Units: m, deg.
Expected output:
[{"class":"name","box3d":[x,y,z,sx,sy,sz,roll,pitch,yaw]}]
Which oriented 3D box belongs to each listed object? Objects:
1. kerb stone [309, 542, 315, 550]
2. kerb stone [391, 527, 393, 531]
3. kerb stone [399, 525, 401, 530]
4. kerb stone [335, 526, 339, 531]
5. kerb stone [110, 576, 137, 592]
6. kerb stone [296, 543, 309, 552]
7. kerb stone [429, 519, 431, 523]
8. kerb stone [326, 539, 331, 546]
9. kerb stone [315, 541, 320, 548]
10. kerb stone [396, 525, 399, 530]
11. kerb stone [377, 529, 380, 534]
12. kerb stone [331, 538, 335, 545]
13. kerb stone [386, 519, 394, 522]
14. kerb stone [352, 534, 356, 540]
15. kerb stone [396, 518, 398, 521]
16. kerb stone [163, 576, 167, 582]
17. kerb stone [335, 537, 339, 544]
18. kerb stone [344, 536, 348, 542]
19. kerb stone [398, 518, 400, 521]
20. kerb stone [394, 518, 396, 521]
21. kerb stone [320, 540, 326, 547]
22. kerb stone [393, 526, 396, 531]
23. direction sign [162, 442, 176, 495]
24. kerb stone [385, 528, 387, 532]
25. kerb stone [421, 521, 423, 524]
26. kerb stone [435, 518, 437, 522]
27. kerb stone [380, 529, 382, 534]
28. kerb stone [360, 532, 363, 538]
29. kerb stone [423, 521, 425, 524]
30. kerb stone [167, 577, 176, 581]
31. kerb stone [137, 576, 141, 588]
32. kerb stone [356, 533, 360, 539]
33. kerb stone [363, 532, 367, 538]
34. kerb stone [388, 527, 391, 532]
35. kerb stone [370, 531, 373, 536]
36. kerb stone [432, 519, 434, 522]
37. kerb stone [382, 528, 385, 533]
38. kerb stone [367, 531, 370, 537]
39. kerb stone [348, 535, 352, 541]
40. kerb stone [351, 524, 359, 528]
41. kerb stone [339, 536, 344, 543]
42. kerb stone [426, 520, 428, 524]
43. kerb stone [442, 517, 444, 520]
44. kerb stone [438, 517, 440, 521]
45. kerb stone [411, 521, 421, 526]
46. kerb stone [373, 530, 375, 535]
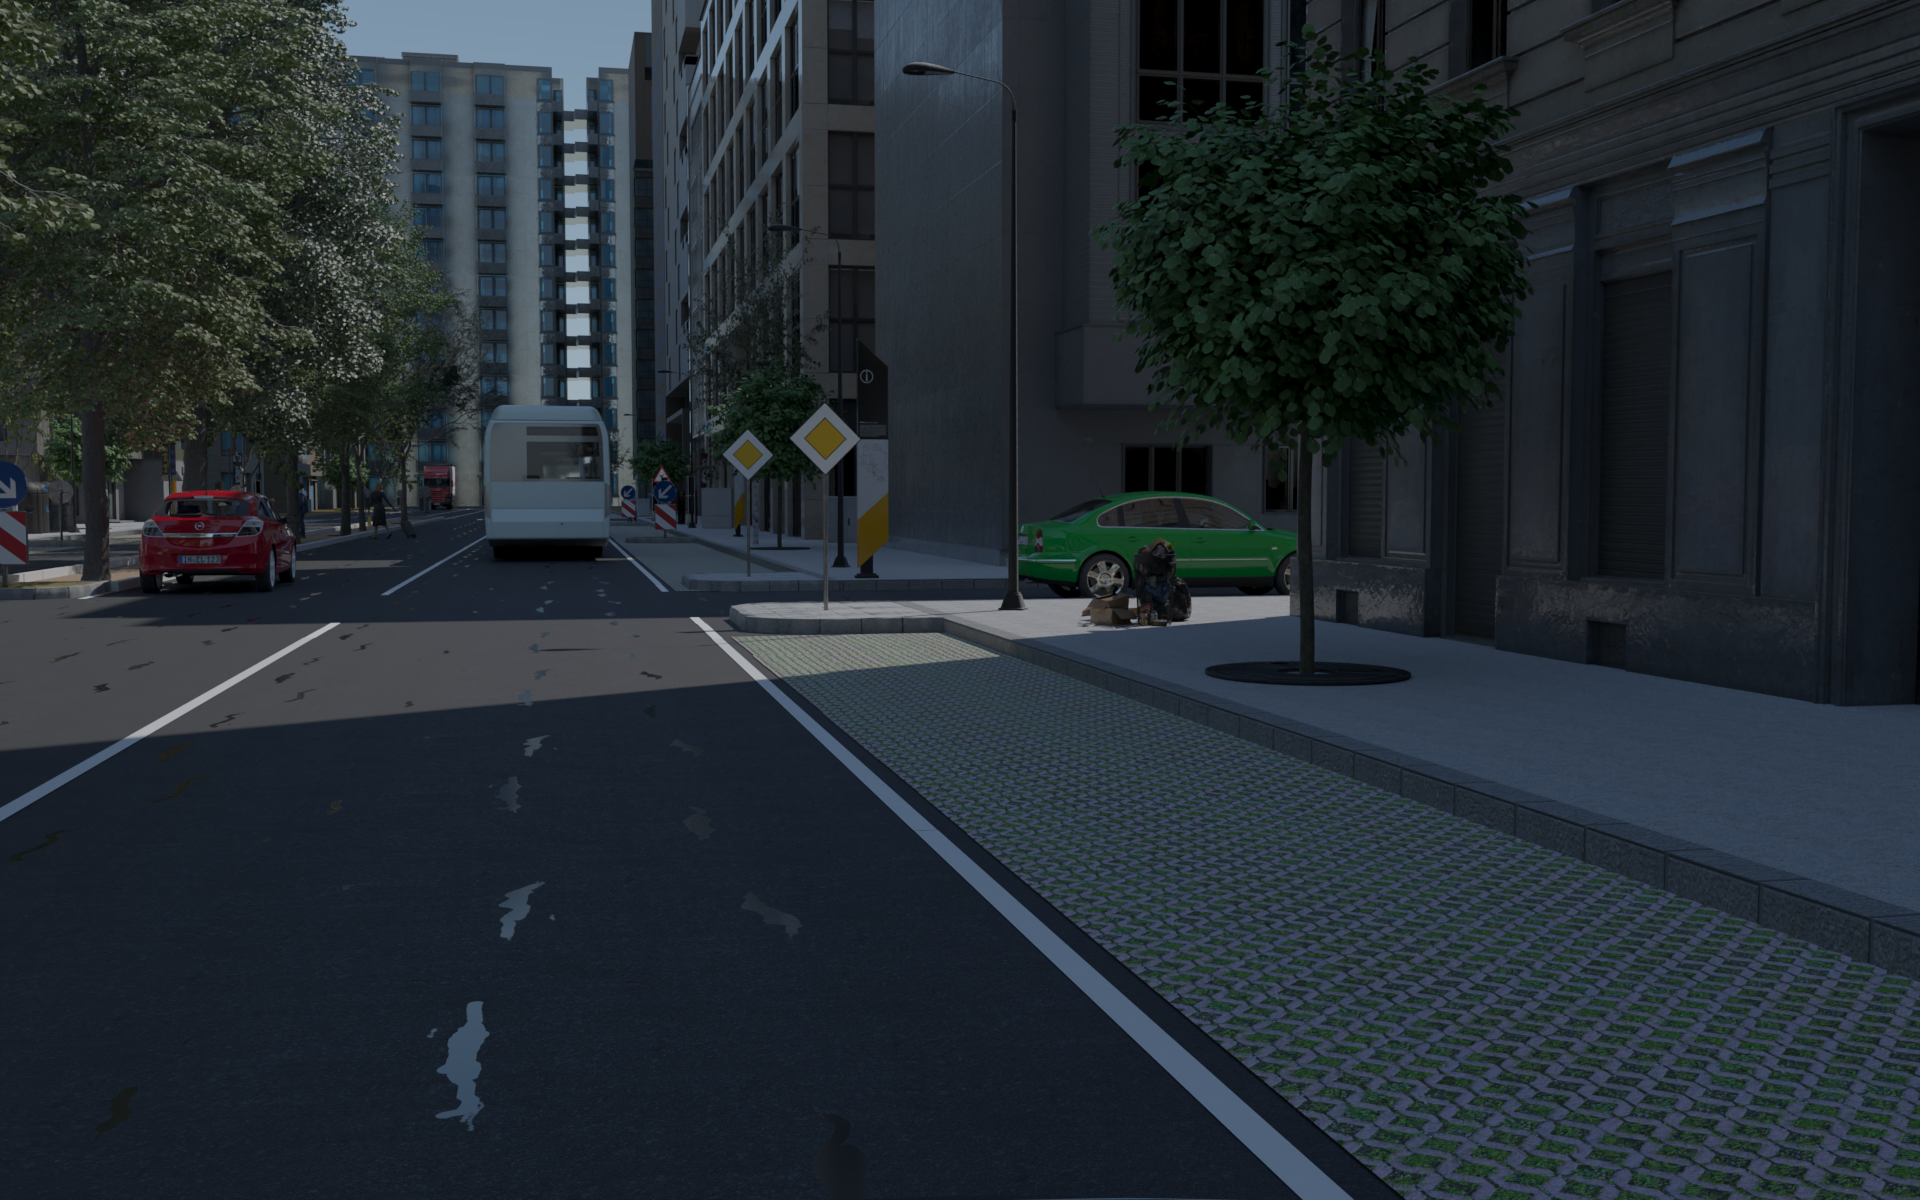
[{"class":"kerb stone","box3d":[-16.891,-1.382,44.832,0.120,0.150,1.000,-1,4,-13]},{"class":"kerb stone","box3d":[-21.748,-2.669,65.833,0.120,0.150,1.000,-1,4,-13]},{"class":"kerb stone","box3d":[-22.438,-2.852,68.829,0.120,0.150,1.000,-1,4,-13]},{"class":"kerb stone","box3d":[-24.019,-2.701,66.351,0.120,0.150,1.000,-1,4,-13]},{"class":"kerb stone","box3d":[-12.503,-0.223,25.852,0.120,0.150,1.000,-1,4,-13]},{"class":"kerb stone","box3d":[-16.660,-1.320,43.823,0.120,0.150,1.000,-1,4,-13]},{"class":"kerb stone","box3d":[-26.134,-3.824,84.824,0.120,0.150,1.000,-1,4,-13]},{"class":"kerb stone","box3d":[-17.583,-1.568,47.837,0.120,0.150,1.000,-1,4,-13]},{"class":"kerb stone","box3d":[-17.122,-1.445,45.828,0.120,0.150,1.000,-1,4,-13]},{"class":"kerb stone","box3d":[-22.197,-2.791,67.828,0.120,0.150,1.000,-1,4,-13]},{"class":"kerb stone","box3d":[-20.586,-2.363,60.832,0.120,0.150,1.000,-1,4,-13]},{"class":"kerb stone","box3d":[-17.819,-1.626,48.838,0.120,0.150,1.000,-1,4,-13]},{"class":"kerb stone","box3d":[-29.101,-4.045,88.325,0.120,0.150,1.000,-1,4,-13]},{"class":"kerb stone","box3d":[-18.973,-1.930,53.842,0.120,0.150,1.000,-1,4,-13]},{"class":"kerb stone","box3d":[-29.568,-4.167,90.323,0.120,0.150,1.000,-1,4,-13]},{"class":"kerb stone","box3d":[-12.966,-0.346,27.846,0.120,0.150,1.000,-1,4,-13]},{"class":"kerb stone","box3d":[-18.059,-1.691,49.838,0.120,0.150,1.000,-1,4,-13]},{"class":"kerb stone","box3d":[-18.512,-1.814,51.848,0.120,0.150,1.000,-1,4,-13]},{"class":"kerb stone","box3d":[-29.777,-4.219,91.324,0.120,0.150,1.000,-1,4,-13]},{"class":"kerb stone","box3d":[-29.330,-4.106,89.323,0.120,0.150,1.000,-1,4,-13]},{"class":"kerb stone","box3d":[-17.353,-1.495,46.833,0.120,0.150,1.000,-1,4,-13]},{"class":"kerb stone","box3d":[-21.979,-2.730,66.829,0.120,0.150,1.000,-1,4,-13]},{"class":"direction sign","box3d":[-32.077,-4.787,70.272,0.876,3.537,0.379,2,4,32]},{"class":"kerb stone","box3d":[-21.294,-2.547,63.832,0.120,0.150,1.000,-1,4,-13]},{"class":"kerb stone","box3d":[-24.984,-3.522,79.831,0.120,0.150,1.000,-1,4,-13]},{"class":"kerb stone","box3d":[-27.064,-4.074,88.826,0.120,0.150,1.000,-1,4,-13]},{"class":"kerb stone","box3d":[-20.823,-2.422,61.835,0.120,0.150,1.000,-1,4,-13]},{"class":"kerb stone","box3d":[-19.436,-2.058,55.839,0.120,0.150,1.000,-1,4,-13]},{"class":"kerb stone","box3d":[-25.208,-3.586,80.829,0.120,0.150,1.000,-1,4,-13]},{"class":"kerb stone","box3d":[-13.201,-0.406,28.840,0.120,0.150,1.000,-1,4,-13]},{"class":"kerb stone","box3d":[-12.735,-0.285,26.847,0.120,0.150,1.000,-1,4,-13]},{"class":"kerb stone","box3d":[-19.207,-1.997,54.843,0.120,0.150,1.000,-1,4,-13]},{"class":"kerb stone","box3d":[-19.660,-2.118,56.837,0.120,0.150,1.000,-1,4,-13]},{"class":"kerb stone","box3d":[-21.516,-2.608,64.830,0.120,0.150,1.000,-1,4,-13]},{"class":"kerb stone","box3d":[-20.127,-2.240,58.833,0.120,0.150,1.000,-1,4,-13]},{"class":"kerb stone","box3d":[-26.596,-3.952,86.816,0.120,0.150,1.000,-1,4,-13]},{"class":"kerb stone","box3d":[-21.052,-2.481,62.839,0.120,0.150,1.000,-1,4,-13]},{"class":"kerb stone","box3d":[-19.899,-2.180,57.833,0.120,0.150,1.000,-1,4,-13]},{"class":"kerb stone","box3d":[-18.742,-1.871,52.846,0.120,0.150,1.000,-1,4,-13]},{"class":"kerb stone","box3d":[-25.641,-3.129,73.347,0.120,0.150,1.000,-1,4,-13]},{"class":"kerb stone","box3d":[-18.283,-1.752,50.835,0.120,0.150,1.000,-1,4,-13]},{"class":"kerb stone","box3d":[-25.668,-3.708,82.824,0.120,0.150,1.000,-1,4,-13]},{"class":"kerb stone","box3d":[-28.212,-4.381,93.822,0.120,0.150,1.000,-1,4,-13]},{"class":"kerb stone","box3d":[-27.523,-4.197,90.821,0.120,0.150,1.000,-1,4,-13]},{"class":"kerb stone","box3d":[-24.753,-3.464,78.835,0.120,0.150,1.000,-1,4,-13]},{"class":"kerb stone","box3d":[-20.360,-2.296,59.832,0.120,0.150,1.000,-1,4,-13]}]
